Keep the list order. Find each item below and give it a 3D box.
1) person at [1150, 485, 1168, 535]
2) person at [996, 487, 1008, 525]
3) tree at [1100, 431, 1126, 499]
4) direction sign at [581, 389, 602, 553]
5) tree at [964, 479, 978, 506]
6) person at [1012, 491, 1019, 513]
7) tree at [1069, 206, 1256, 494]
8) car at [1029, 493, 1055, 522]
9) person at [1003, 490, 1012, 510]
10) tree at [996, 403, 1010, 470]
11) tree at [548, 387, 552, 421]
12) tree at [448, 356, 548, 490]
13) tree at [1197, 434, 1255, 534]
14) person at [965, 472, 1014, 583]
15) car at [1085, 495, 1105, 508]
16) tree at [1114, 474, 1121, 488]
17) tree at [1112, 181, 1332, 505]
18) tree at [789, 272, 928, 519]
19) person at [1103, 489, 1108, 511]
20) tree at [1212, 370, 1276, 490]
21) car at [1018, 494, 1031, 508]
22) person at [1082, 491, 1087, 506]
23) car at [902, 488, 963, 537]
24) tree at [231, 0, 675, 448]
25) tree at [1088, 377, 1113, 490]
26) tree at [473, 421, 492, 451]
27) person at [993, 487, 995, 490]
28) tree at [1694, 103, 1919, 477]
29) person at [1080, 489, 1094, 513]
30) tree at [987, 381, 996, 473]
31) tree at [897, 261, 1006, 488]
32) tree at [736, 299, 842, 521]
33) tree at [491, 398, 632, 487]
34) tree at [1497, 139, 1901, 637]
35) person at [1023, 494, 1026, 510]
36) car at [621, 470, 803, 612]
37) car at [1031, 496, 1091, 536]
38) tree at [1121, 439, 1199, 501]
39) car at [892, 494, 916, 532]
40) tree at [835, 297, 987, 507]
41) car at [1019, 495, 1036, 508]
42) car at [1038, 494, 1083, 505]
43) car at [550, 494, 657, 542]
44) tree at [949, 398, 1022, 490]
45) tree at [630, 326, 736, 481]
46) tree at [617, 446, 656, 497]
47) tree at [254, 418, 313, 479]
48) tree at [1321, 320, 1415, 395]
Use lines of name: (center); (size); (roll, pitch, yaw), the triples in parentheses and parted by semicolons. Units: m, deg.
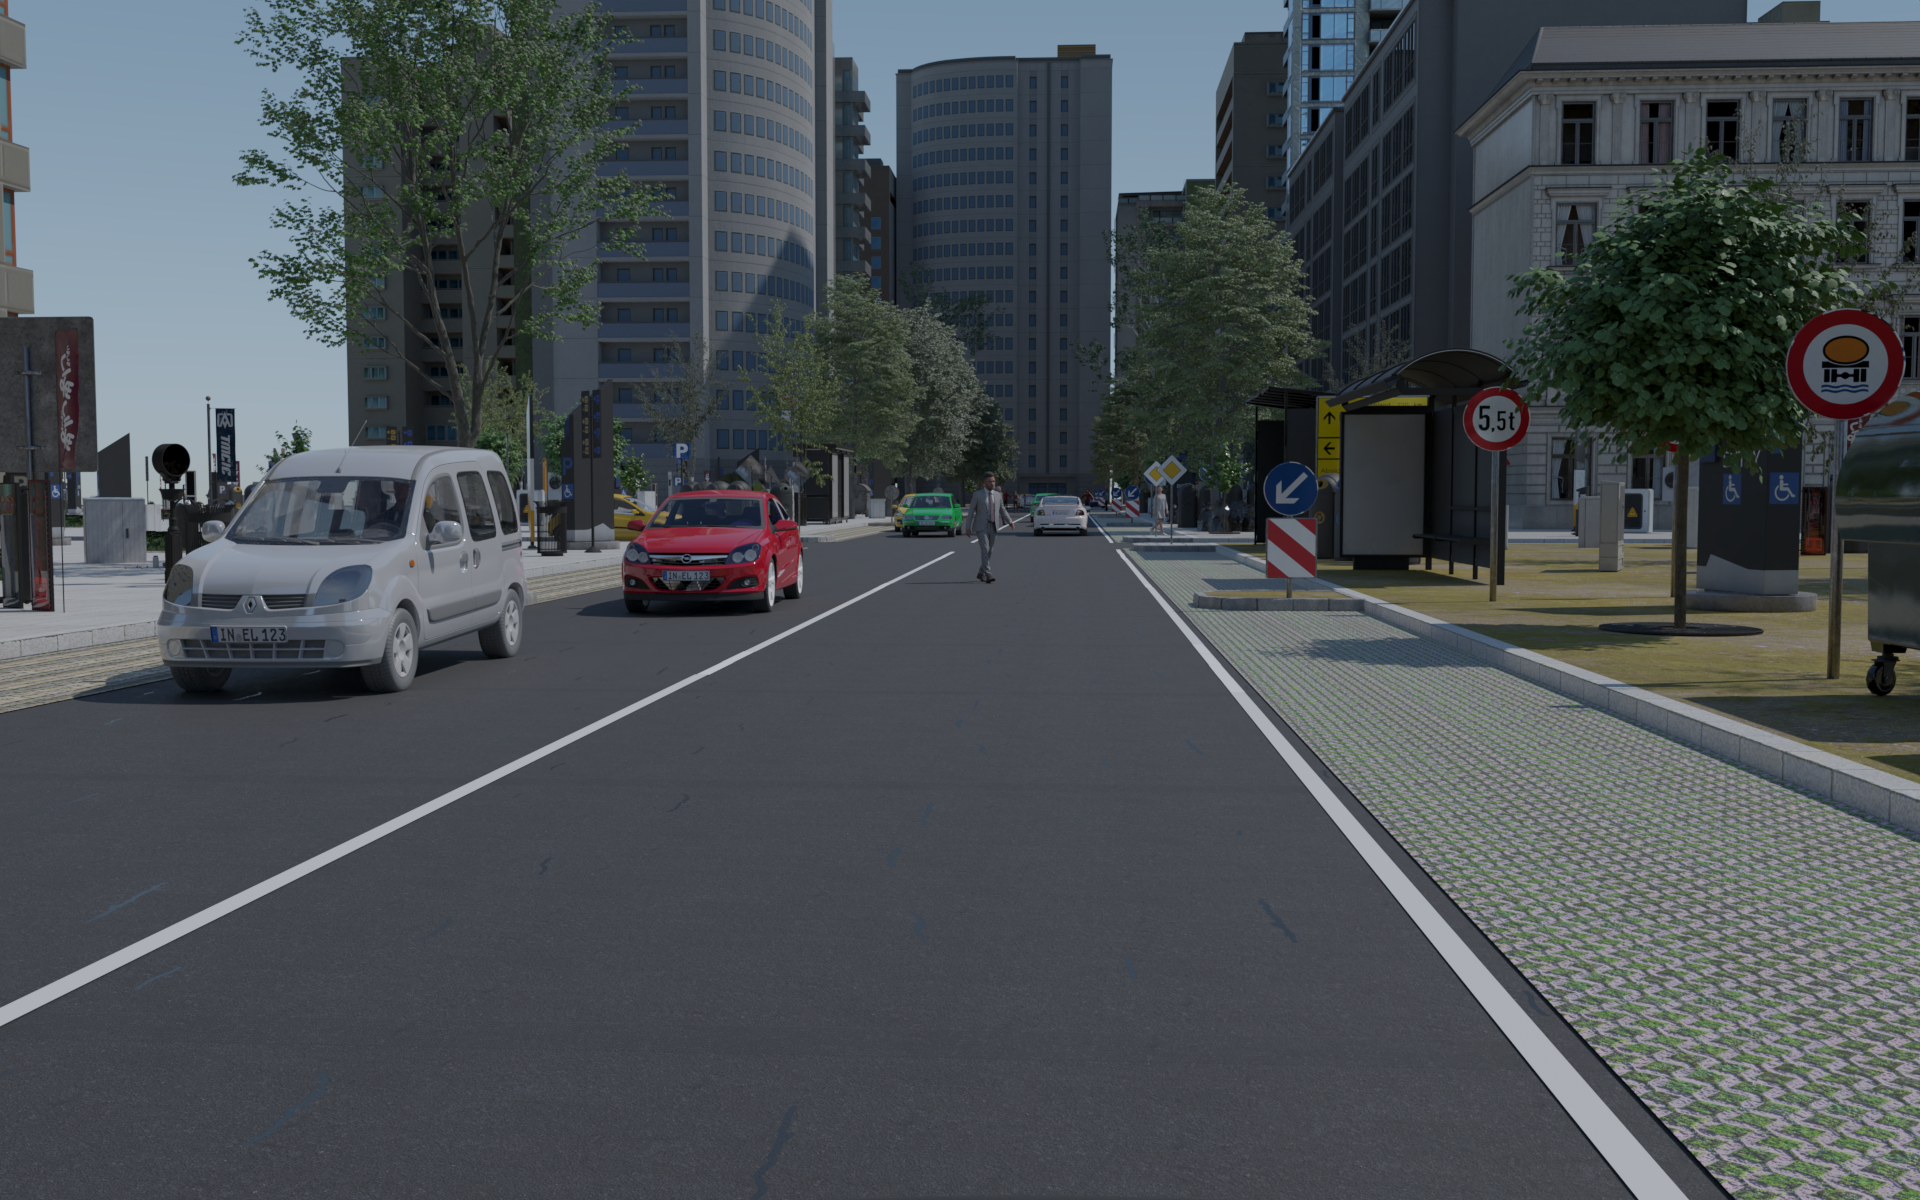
person: (6.802, -3.061, 59.302); (0.760, 1.731, 0.466); (2, 4, 35)
person: (1.807, -4.284, 78.949); (0.834, 1.777, 0.661); (3, 5, 40)
tree: (17.958, -14.917, 194.254); (4.360, 8.622, 3.978); (0, 3, 0)
direction sign: (-8.040, -2.804, 37.845); (0.379, 3.537, 0.876); (-3, 4, -39)
tree: (1.241, -11.917, 189.440); (1.663, 3.219, 1.824); (0, 3, 0)
person: (4.136, -7.255, 128.586); (0.415, 1.643, 0.593); (3, 5, 39)
tree: (13.504, -15.694, 112.482); (12.611, 20.169, 13.585); (0, 3, 0)
car: (4.524, -4.894, 88.810); (1.959, 1.807, 4.718); (0, 4, 4)
person: (4.134, -9.094, 157.121); (1.348, 1.831, 0.705); (2, 4, 29)
tree: (0.285, -15.898, 166.581); (9.857, 13.997, 8.962); (0, 3, 0)
tree: (-26.082, -9.263, 101.817); (4.737, 8.622, 4.395); (0, 3, 0)
tree: (-25.531, -8.721, 92.948); (4.737, 8.622, 4.395); (0, 3, 0)
tree: (8.395, -3.739, 55.727); (1.663, 3.219, 1.824); (0, 3, 0)
person: (0.446, -1.178, 28.038); (0.678, 1.792, 0.850); (-2, 4, -27)
car: (12.838, -9.256, 163.909); (1.945, 1.354, 3.894); (0, 4, 2)
tree: (16.761, -11.445, 170.836); (4.285, 4.588, 4.351); (0, 3, 0)
tree: (9.799, -8.886, 63.414); (7.486, 12.596, 7.792); (0, 3, 0)
tree: (-5.262, -10.459, 89.139); (7.486, 12.596, 7.792); (0, 3, 0)
person: (12.233, -8.354, 145.075); (0.705, 1.826, 1.348); (0, 4, -7)
tree: (16.559, -9.140, 99.795); (4.360, 8.622, 3.978); (0, 3, 0)
car: (6.995, -10.699, 185.158); (2.015, 1.641, 3.980); (0, 4, 4)
person: (13.916, -11.119, 190.393); (1.348, 1.812, 0.705); (2, 4, 29)
car: (-0.912, -3.057, 58.771); (1.959, 1.807, 4.718); (0, 4, 5)
tree: (-8.938, -6.451, 31.233); (9.928, 11.665, 9.643); (0, 3, 0)
tree: (14.074, -13.312, 135.773); (7.486, 12.596, 7.792); (0, 3, 0)
tree: (-21.034, -5.770, 78.060); (4.285, 4.588, 4.351); (0, 3, 0)
person: (1.357, -3.895, 72.575); (0.661, 1.777, 0.834); (1, 4, 9)
tree: (15.750, -5.051, 32.951); (4.360, 8.622, 3.978); (0, 3, 0)
person: (9.516, -7.382, 129.158); (1.348, 1.831, 0.705); (3, 5, 42)
tree: (-3.488, -13.271, 123.635); (9.857, 13.997, 8.962); (0, 3, 0)
tree: (-3.154, -17.601, 143.670); (12.611, 20.169, 13.585); (0, 3, 0)
tree: (-6.321, -7.010, 64.968); (4.737, 8.622, 4.395); (0, 3, 0)
tree: (-12.891, -4.635, 59.490); (4.285, 4.588, 4.351); (0, 3, 0)
tree: (6.833, -1.980, 16.082); (4.285, 4.588, 4.351); (0, 3, 0)
person: (5.954, -8.911, 157.413); (0.599, 1.433, 0.991); (0, 4, 1)
car: (-3.115, -0.813, 22.328); (2.155, 1.783, 4.494); (0, 4, 2)
car: (3.522, -2.943, 60.477); (2.083, 1.381, 4.827); (0, 4, 4)
tree: (12.090, -7.076, 99.405); (4.285, 4.588, 4.351); (0, 3, 0)
car: (-1.551, -3.457, 66.741); (2.015, 1.641, 3.980); (0, 4, 4)
tree: (-3.437, -12.531, 111.542); (9.857, 13.997, 8.962); (0, 3, 0)
car: (7.196, -10.237, 179.731); (2.083, 1.381, 4.827); (0, 4, 4)
car: (4.485, -4.135, 77.390); (2.009, 1.686, 4.222); (0, 4, 2)
car: (-9.394, -2.319, 48.133); (3.980, 1.641, 2.015); (0, 4, 4)
tree: (2.463, -17.336, 200.446); (9.611, 12.733, 9.660); (0, 3, 0)
tree: (-11.929, -7.646, 75.378); (4.360, 8.622, 3.978); (0, 3, 0)
tree: (-13.203, -4.641, 70.484); (1.663, 3.219, 1.824); (0, 3, 0)
tree: (-16.918, -3.049, 44.449); (1.663, 3.219, 1.824); (0, 3, 0)
tree: (17.184, -7.467, 72.454); (4.360, 8.622, 3.978); (0, 3, 0)
